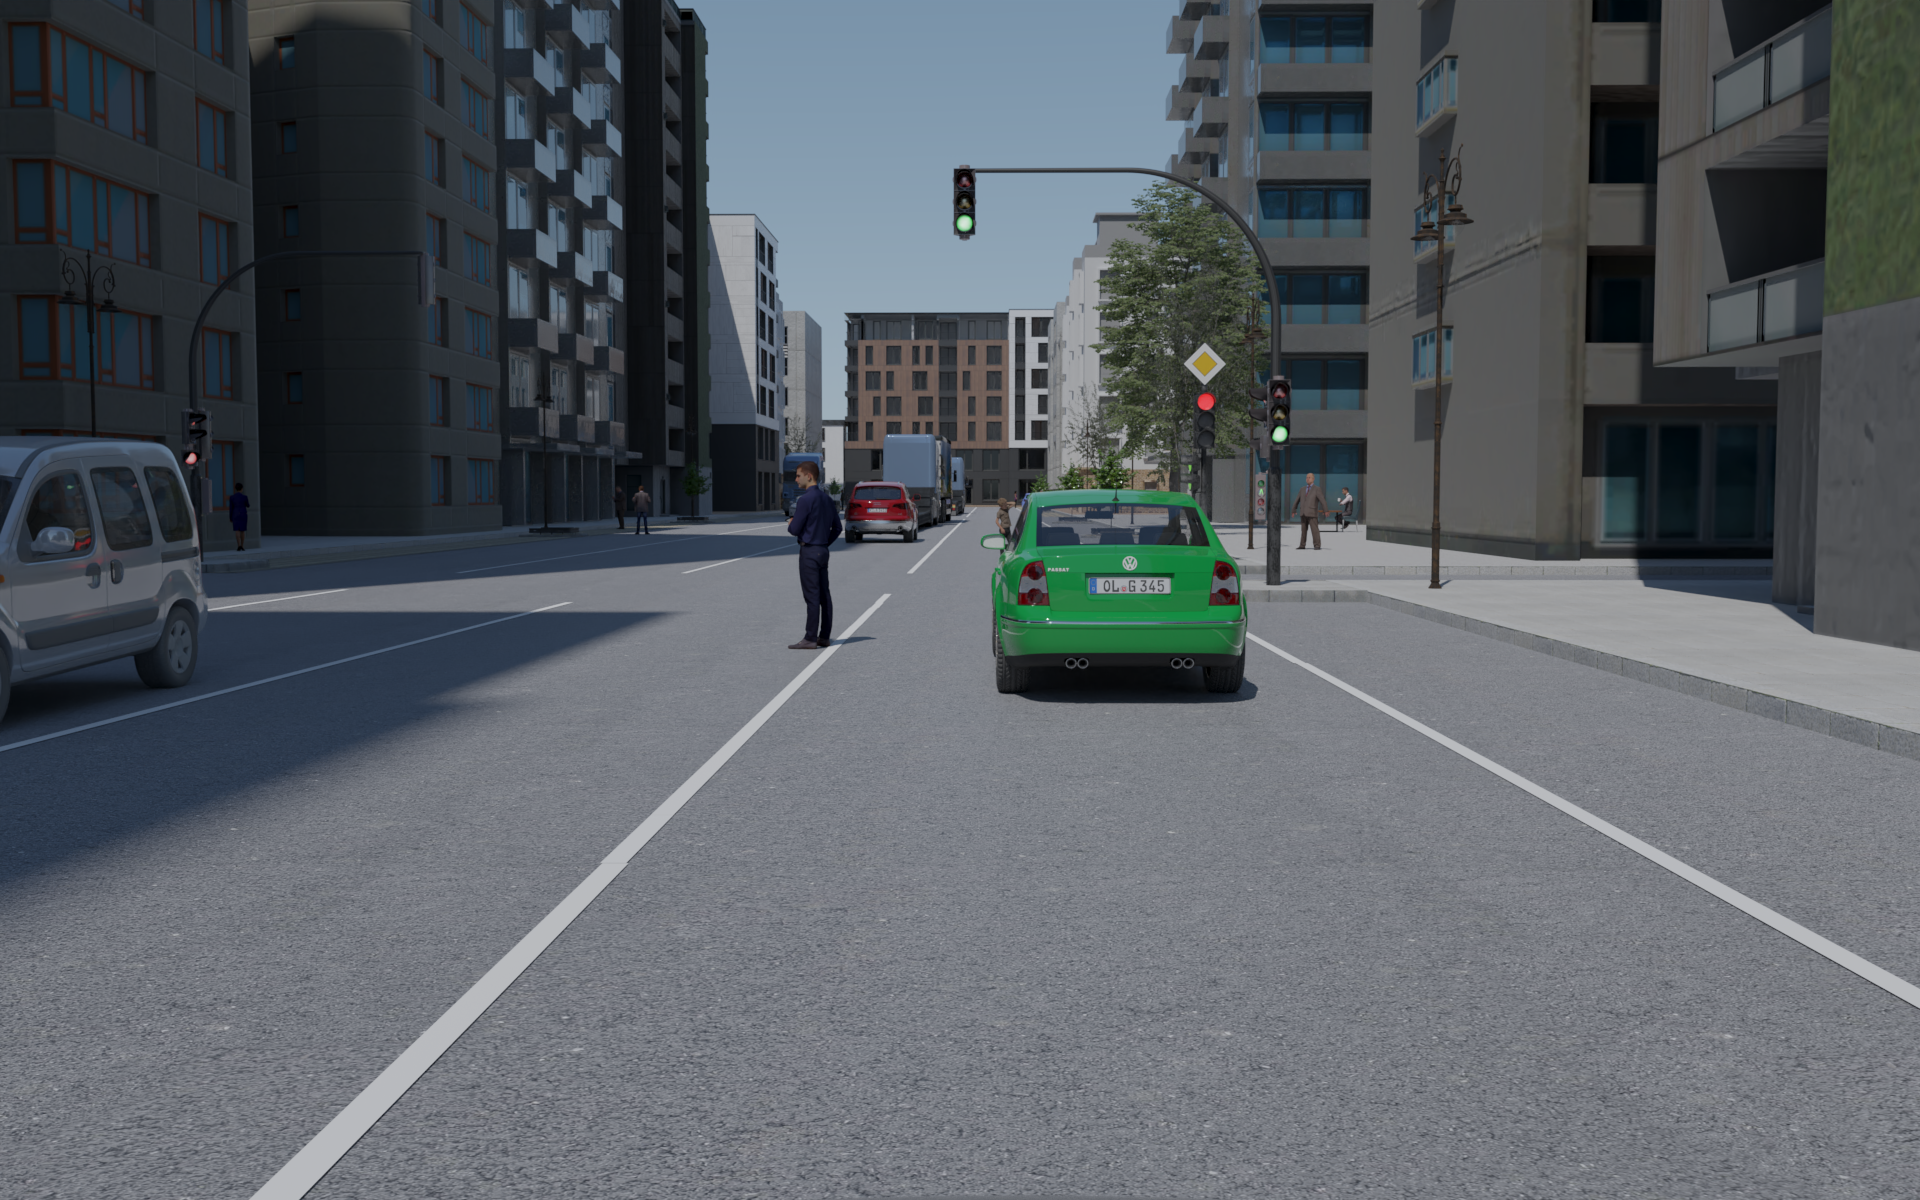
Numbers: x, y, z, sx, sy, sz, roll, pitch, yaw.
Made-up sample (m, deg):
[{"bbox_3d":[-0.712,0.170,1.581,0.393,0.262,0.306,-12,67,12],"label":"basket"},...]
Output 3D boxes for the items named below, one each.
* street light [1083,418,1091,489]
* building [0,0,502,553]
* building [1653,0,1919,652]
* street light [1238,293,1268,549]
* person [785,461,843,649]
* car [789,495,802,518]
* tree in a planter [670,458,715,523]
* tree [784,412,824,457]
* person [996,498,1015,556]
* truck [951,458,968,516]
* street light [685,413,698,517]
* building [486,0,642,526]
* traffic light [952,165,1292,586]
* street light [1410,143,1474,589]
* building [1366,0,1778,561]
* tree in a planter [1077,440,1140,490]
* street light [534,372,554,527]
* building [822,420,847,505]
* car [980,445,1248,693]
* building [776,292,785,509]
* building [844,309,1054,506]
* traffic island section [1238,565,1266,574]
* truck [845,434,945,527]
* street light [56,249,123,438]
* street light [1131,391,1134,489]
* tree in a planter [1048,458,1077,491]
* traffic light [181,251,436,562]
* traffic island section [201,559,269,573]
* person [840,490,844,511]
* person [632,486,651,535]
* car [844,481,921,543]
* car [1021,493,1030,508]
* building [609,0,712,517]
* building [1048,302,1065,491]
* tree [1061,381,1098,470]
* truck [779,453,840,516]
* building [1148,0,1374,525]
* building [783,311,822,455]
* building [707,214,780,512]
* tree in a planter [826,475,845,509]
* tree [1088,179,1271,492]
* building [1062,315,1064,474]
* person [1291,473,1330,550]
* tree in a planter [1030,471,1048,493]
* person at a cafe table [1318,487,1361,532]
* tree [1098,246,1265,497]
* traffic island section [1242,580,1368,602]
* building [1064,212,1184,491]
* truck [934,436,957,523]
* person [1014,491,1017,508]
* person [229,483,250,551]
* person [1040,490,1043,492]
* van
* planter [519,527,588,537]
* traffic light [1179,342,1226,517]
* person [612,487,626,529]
[{"bbox_3d":[7.802,-8.157,106.157,0.468,5.910,1.993,0,4,1],"label":"street light"},{"bbox_3d":[-30.258,-12.317,46.423,27.650,21.520,28.899,0,4,1],"label":"building"},{"bbox_3d":[14.874,-20.343,16.197,14.154,41.232,14.086,0,4,1],"label":"building"},{"bbox_3d":[6.749,-4.113,40.035,0.468,5.910,1.993,0,4,1],"label":"street light"},{"bbox_3d":[-1.418,-0.425,16.152,0.504,1.737,0.576,1,4,18],"label":"person"},{"bbox_3d":[-9.032,-5.551,103.123,2.083,1.381,4.827,0,4,2],"label":"car"},{"bbox_3d":[-13.150,-5.394,85.410,1.991,3.239,1.994,0,4,1],"label":"tree in a planter"},{"bbox_3d":[-14.344,-12.528,155.198,4.360,8.622,3.978,0,3,0],"label":"tree"},{"bbox_3d":[1.013,-1.515,37.172,0.340,1.345,0.435,3,5,40],"label":"person"},{"bbox_3d":[-1.130,-8.061,121.548,2.967,4.110,18.799,0,4,2],"label":"truck"},{"bbox_3d":[-15.259,-7.693,98.564,0.468,5.910,1.993,0,4,1],"label":"street light"},{"bbox_3d":[-27.563,-27.863,75.162,23.786,49.044,30.456,0,4,1],"label":"building"},{"bbox_3d":[2.286,-3.026,24.151,4.771,5.953,1.251,0,4,1],"label":"traffic light"},{"bbox_3d":[6.450,-3.092,23.337,0.468,5.910,1.993,0,4,1],"label":"street light"},{"bbox_3d":[21.725,-25.597,42.218,21.600,48.544,21.300,0,4,1],"label":"building"},{"bbox_3d":[4.985,-3.651,56.919,1.991,3.239,1.994,0,4,1],"label":"tree in a planter"},{"bbox_3d":[-15.806,-5.698,65.943,0.468,5.910,1.993,0,4,1],"label":"street light"},{"bbox_3d":[-27.054,-15.547,196.344,28.070,9.664,9.099,0,4,1],"label":"building"},{"bbox_3d":[1.148,-0.309,13.856,1.959,1.807,4.718,0,4,0],"label":"car"},{"bbox_3d":[-22.861,-17.738,146.442,16.016,20.091,11.380,0,4,1],"label":"building"},{"bbox_3d":[3.468,-22.092,205.172,32.646,21.610,27.936,0,4,1],"label":"building"},{"bbox_3d":[4.557,-0.616,32.353,2.009,0.180,2.903,0,4,1],"label":"traffic island section"},{"bbox_3d":[-2.551,-5.046,72.259,2.967,4.110,18.799,0,4,3],"label":"truck"},{"bbox_3d":[-16.445,-3.674,32.857,0.468,5.910,1.993,0,4,1],"label":"street light"},{"bbox_3d":[7.284,-6.133,73.067,0.468,5.910,1.993,0,4,1],"label":"street light"},{"bbox_3d":[5.461,-5.324,84.268,1.991,3.239,1.994,0,4,1],"label":"tree in a planter"},{"bbox_3d":[-12.268,-3.540,32.550,4.771,5.953,1.251,0,4,1],"label":"traffic light"},{"bbox_3d":[-14.401,-0.636,32.686,2.009,0.180,2.903,0,4,1],"label":"traffic island section"},{"bbox_3d":[-10.257,-8.679,150.418,0.705,1.821,1.348,0,4,2],"label":"person"},{"bbox_3d":[-11.281,-3.186,61.407,0.655,1.722,0.431,0,4,-6],"label":"person"},{"bbox_3d":[-2.356,-2.682,52.518,2.281,1.827,5.304,0,4,1],"label":"car"},{"bbox_3d":[6.399,-8.856,154.390,1.945,1.707,3.694,0,4,0],"label":"car"},{"bbox_3d":[-22.308,-19.982,98.399,14.160,30.474,14.107,0,4,1],"label":"building"},{"bbox_3d":[17.400,-18.426,167.721,16.747,18.905,31.486,0,4,1],"label":"building"},{"bbox_3d":[8.793,-9.864,111.634,4.360,8.622,3.978,0,3,0],"label":"tree"},{"bbox_3d":[-10.061,-7.879,118.580,2.967,4.110,18.799,0,3,0],"label":"truck"},{"bbox_3d":[21.814,-28.353,83.172,23.786,49.044,30.456,0,4,1],"label":"building"},{"bbox_3d":[-30.531,-18.927,175.911,31.486,18.905,16.747,0,4,1],"label":"building"},{"bbox_3d":[-28.890,-17.159,124.525,27.936,21.610,32.646,0,4,1],"label":"building"},{"bbox_3d":[-11.813,-10.123,162.736,1.991,3.239,1.994,0,4,1],"label":"tree in a planter"},{"bbox_3d":[8.083,-8.863,63.031,7.486,12.596,7.792,0,3,0],"label":"tree"},{"bbox_3d":[16.707,-17.691,145.674,16.016,20.091,11.380,0,4,1],"label":"building"},{"bbox_3d":[8.040,-2.033,39.827,0.990,1.755,0.434,3,5,44],"label":"person"},{"bbox_3d":[6.323,-8.369,134.063,1.991,3.239,1.994,0,4,1],"label":"tree in a planter"},{"bbox_3d":[12.706,-3.060,58.553,1.622,1.524,1.698,1,4,10],"label":"person at a cafe table"},{"bbox_3d":[7.057,-6.246,52.488,4.360,8.622,3.978,0,3,0],"label":"tree"},{"bbox_3d":[4.419,-0.128,24.369,2.009,0.180,2.903,0,4,1],"label":"traffic island section"},{"bbox_3d":[15.791,-16.248,122.073,16.016,20.091,11.380,0,4,1],"label":"building"},{"bbox_3d":[-1.797,-6.100,88.648,2.839,4.237,11.283,0,4,3],"label":"truck"},{"bbox_3d":[5.714,-10.143,175.022,0.721,1.739,1.217,0,4,5],"label":"person"},{"bbox_3d":[-16.194,-1.866,38.927,0.453,1.535,0.546,-2,4,-34],"label":"person"},{"bbox_3d":[5.814,-7.018,124.190,0.756,1.711,0.436,3,5,42],"label":"person"},{"bbox_3d":[-6.578,-0.273,11.468,2.013,2.044,4.112,0,4,0],"label":"van"},{"bbox_3d":[-13.630,-2.277,58.374,1.991,0.319,1.994,0,4,1],"label":"planter"},{"bbox_3d":[4.518,-2.649,32.240,0.839,4.253,0.868,0,4,1],"label":"traffic light"},{"bbox_3d":[-13.843,-3.737,70.289,0.565,1.739,0.600,2,4,33],"label":"person"}]
